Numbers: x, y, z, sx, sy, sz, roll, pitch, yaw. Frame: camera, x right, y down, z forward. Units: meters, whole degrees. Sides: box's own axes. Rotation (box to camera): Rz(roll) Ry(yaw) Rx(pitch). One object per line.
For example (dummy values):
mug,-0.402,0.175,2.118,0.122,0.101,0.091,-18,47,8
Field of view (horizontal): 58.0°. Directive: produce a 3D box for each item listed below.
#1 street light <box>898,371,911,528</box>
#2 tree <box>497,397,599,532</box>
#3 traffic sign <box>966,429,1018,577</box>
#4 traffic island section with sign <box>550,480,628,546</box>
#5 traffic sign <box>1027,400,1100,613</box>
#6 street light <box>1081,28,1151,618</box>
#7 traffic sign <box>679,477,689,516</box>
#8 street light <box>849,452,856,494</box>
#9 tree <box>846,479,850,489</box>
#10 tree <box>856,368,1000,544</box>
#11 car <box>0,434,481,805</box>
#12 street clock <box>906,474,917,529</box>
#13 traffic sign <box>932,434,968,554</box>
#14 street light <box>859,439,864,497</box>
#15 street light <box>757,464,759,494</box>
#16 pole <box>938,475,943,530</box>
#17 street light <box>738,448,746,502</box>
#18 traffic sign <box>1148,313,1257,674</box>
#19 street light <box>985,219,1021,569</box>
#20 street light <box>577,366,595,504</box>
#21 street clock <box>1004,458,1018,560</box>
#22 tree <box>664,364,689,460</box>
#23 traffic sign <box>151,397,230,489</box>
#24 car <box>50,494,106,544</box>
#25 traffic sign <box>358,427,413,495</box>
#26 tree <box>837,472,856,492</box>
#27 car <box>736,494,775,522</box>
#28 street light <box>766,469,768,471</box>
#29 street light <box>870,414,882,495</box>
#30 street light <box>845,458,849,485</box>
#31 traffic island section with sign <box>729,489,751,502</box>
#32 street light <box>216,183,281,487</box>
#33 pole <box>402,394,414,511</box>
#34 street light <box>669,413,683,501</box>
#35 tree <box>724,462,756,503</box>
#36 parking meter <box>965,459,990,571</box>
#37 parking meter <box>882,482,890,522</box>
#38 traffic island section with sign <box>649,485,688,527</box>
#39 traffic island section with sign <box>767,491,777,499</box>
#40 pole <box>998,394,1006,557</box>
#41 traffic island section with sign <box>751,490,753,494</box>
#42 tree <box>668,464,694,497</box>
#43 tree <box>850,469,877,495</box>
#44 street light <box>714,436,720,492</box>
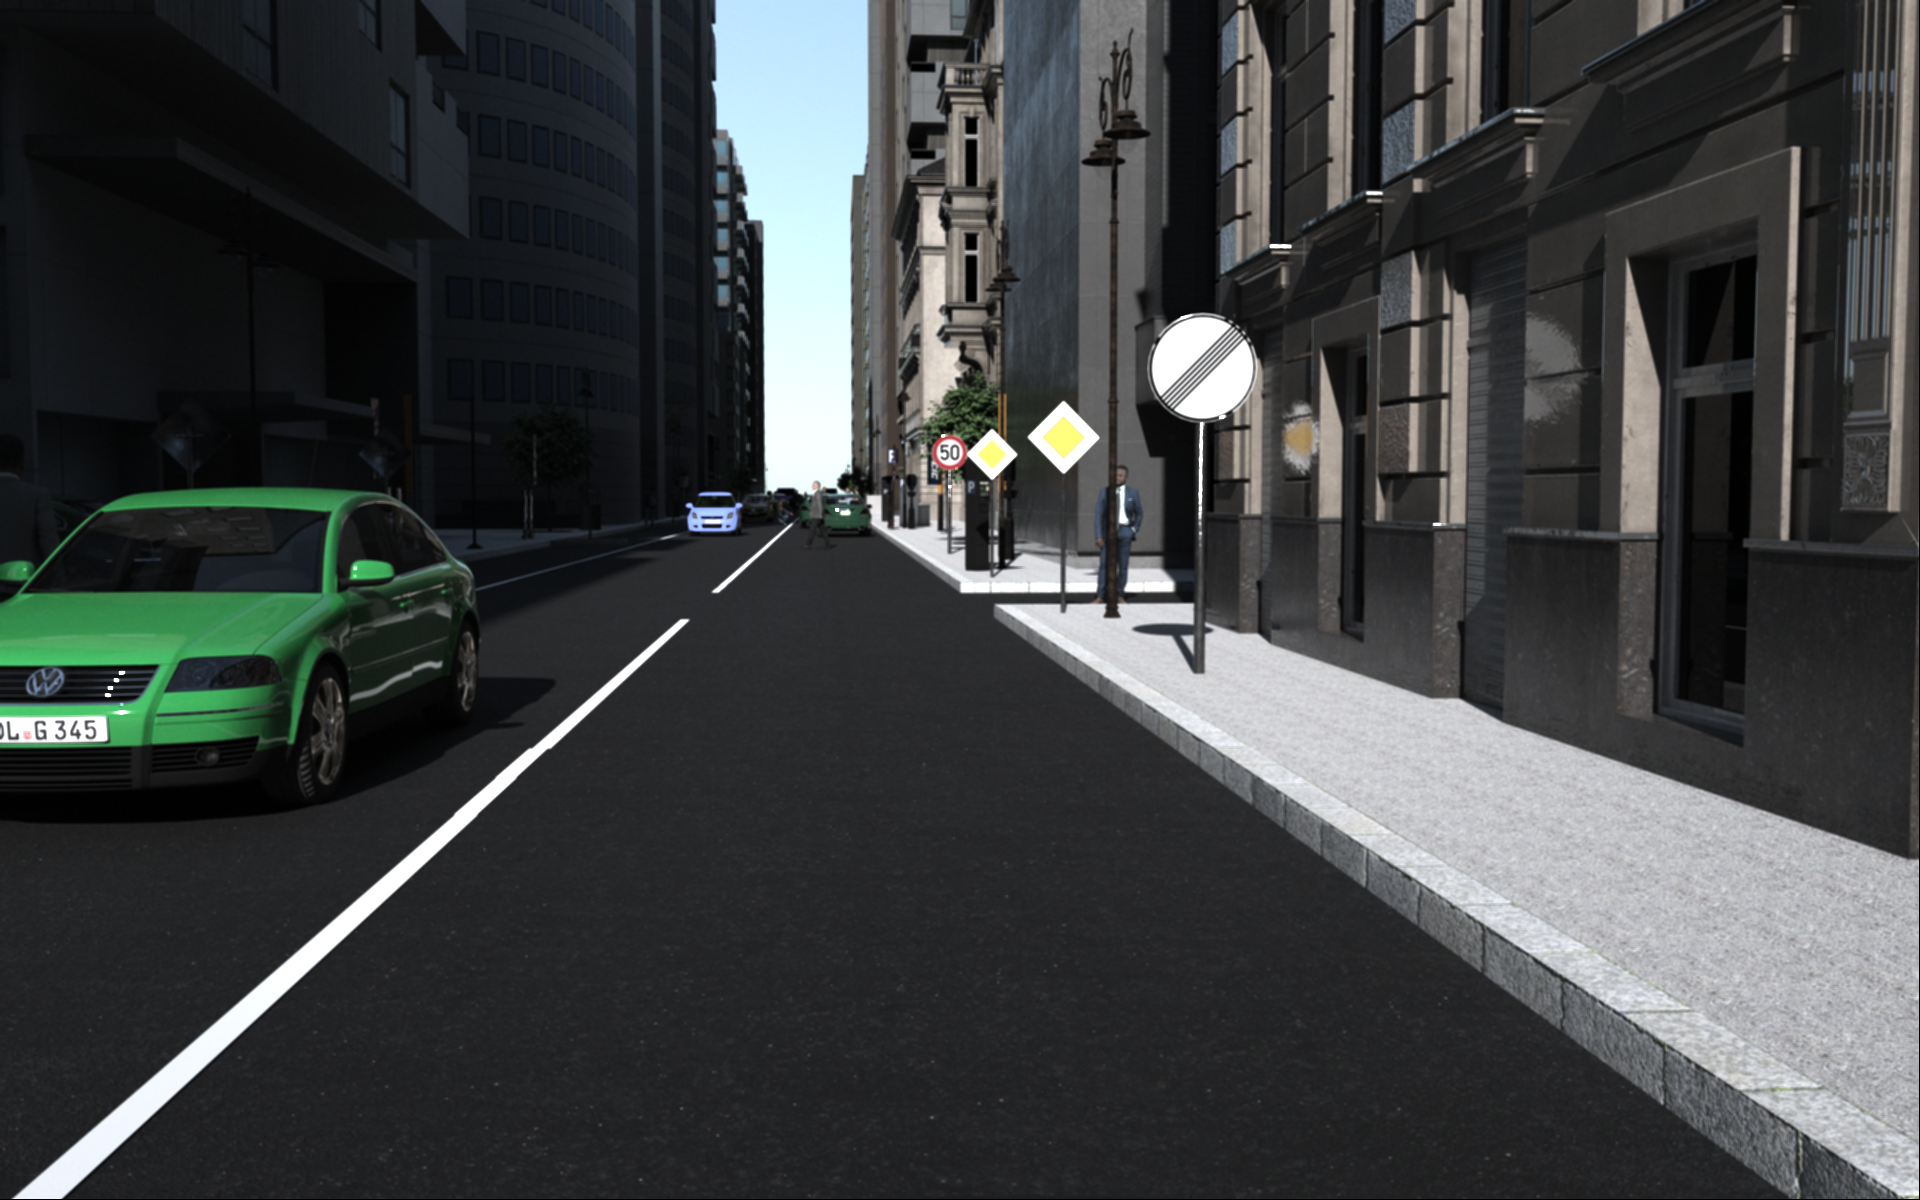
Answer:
street light,-2.080,-5.646,65.093,0.468,5.910,1.993,0,4,-4
tree,-13.969,-4.591,58.784,4.285,4.588,4.351,0,3,0
traffic sign,0.489,-1.404,26.591,0.795,2.450,0.064,0,4,-4
traffic island section with sign,-10.380,-2.445,48.605,1.989,1.847,2.006,0,4,-4
traffic sign,1.108,-0.917,18.629,0.795,2.450,0.064,0,4,-4
street light,1.581,-2.755,17.830,0.468,5.910,1.993,0,4,-4
traffic sign,-16.082,-6.043,100.940,0.606,2.300,0.079,0,4,4
street light,-11.569,-13.183,188.321,0.468,5.910,1.993,0,4,-4
tree,-12.445,-12.430,197.837,1.663,3.219,1.824,0,3,0
tree,0.448,-3.730,44.705,4.285,4.588,4.351,0,3,0
car,-3.868,-0.034,9.348,1.959,1.807,4.718,0,4,-3
street clock,-1.774,-3.601,63.451,0.358,2.002,0.471,-2,4,-24
traffic sign,-0.222,-2.261,37.072,0.768,2.556,0.104,0,4,-3
street light,-8.086,-10.346,141.947,0.468,5.910,1.993,0,4,-4
street light,-25.718,-15.162,220.684,0.468,5.910,1.993,0,4,-4
pole,-0.686,-4.106,60.981,0.158,3.312,0.155,0,3,0
street light,-22.024,-12.306,173.991,0.468,5.910,1.993,0,4,-4
traffic sign,1.710,-0.746,12.308,0.768,2.556,0.104,0,4,2
street light,0.717,-3.464,29.421,0.468,5.910,1.993,0,4,-4
street light,-13.437,-5.484,62.449,0.468,5.910,1.993,0,4,-4
street clock,0.963,-1.790,33.841,0.358,2.002,0.471,0,4,6
tree,-16.660,-8.779,93.894,4.360,8.622,3.978,0,3,0
traffic sign,-7.960,-0.875,17.947,0.795,2.450,0.064,0,4,-4
car,-12.281,-0.617,21.884,4.920,1.459,2.131,0,4,-5
traffic sign,-8.580,-1.362,25.908,0.795,2.450,0.064,0,4,-4
tree,-14.719,-14.997,228.915,4.285,4.588,4.351,0,3,0
car,-10.497,-4.810,88.873,2.015,1.641,3.980,0,4,-4
street light,-28.639,-17.383,256.993,0.468,5.910,1.993,0,4,-4
street light,-4.793,-7.819,100.633,0.468,5.910,1.993,0,4,-4
street light,-14.391,-15.356,223.852,0.468,5.910,1.993,0,4,-4
traffic island section with sign,-16.335,-7.138,125.337,1.989,1.847,2.006,0,4,-4
street light,-10.684,-3.265,26.170,0.468,5.910,1.993,0,4,-4
pole,-11.293,-2.545,35.449,0.158,3.312,0.155,0,3,0
street light,-16.286,-7.699,98.669,0.468,5.910,1.993,0,4,-4
tree,-22.534,-11.862,177.656,4.285,4.588,4.351,0,3,0
parking meter,0.294,-1.422,28.961,0.255,1.863,0.399,-3,4,-39
parking meter,-3.458,-4.607,81.033,0.399,1.863,0.255,0,4,0
traffic island section with sign,-12.466,-4.089,75.480,1.989,1.847,2.006,0,4,-4
traffic island section with sign,-24.816,-13.806,234.350,1.989,1.847,2.006,0,4,-4
pole,0.860,-2.541,35.394,0.158,3.312,0.155,0,3,0
traffic island section with sign,-18.466,-8.806,152.602,1.989,1.847,2.006,0,4,-4
tree,-17.425,-7.023,109.427,1.663,3.219,1.824,0,3,0
tree,-6.415,-7.879,123.431,1.663,3.219,1.824,0,3,0
street light,-19.364,-10.132,138.447,0.468,5.910,1.993,0,4,-4
